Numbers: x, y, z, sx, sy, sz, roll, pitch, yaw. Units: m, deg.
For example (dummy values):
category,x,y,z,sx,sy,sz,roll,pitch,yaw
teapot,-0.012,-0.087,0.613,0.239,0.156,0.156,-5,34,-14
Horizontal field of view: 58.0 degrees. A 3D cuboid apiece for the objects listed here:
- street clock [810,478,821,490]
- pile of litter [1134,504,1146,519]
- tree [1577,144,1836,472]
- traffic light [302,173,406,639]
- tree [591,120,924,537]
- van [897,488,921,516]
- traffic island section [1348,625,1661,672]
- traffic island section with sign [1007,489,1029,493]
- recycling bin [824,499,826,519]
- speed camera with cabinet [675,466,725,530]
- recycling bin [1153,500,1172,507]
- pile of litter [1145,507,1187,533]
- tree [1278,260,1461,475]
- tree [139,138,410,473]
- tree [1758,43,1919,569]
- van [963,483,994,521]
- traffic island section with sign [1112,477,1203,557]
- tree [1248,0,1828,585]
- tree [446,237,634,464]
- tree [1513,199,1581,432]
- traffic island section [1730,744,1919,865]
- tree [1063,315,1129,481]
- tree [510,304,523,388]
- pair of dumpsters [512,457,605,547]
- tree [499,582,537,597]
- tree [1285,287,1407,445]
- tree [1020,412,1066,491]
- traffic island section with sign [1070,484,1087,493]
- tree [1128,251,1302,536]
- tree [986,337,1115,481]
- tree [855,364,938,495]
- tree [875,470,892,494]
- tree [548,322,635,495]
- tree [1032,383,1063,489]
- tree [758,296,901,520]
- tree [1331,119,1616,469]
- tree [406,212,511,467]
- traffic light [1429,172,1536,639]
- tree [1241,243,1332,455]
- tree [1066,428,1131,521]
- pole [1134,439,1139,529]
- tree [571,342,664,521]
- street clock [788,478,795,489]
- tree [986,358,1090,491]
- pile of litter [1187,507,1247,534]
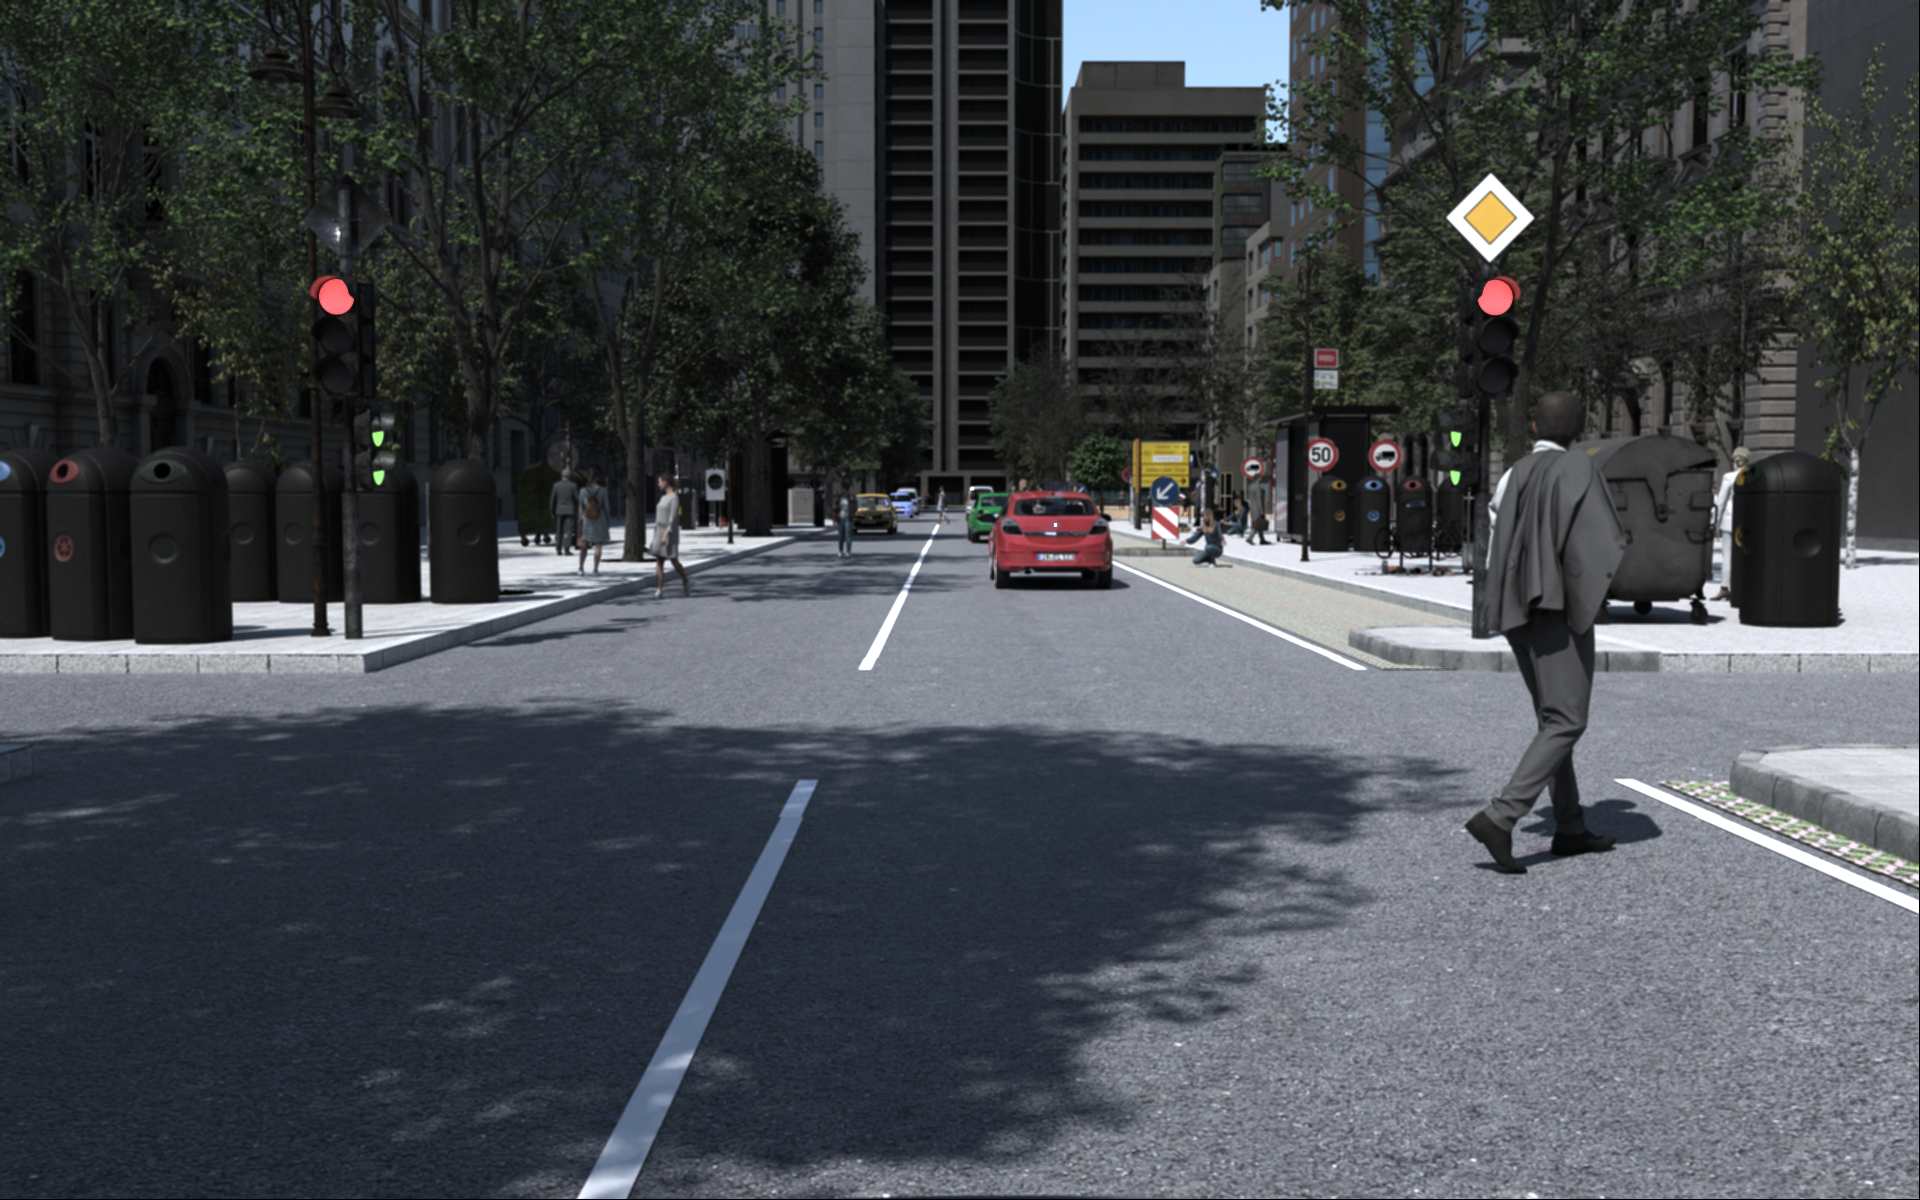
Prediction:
category,x,y,z,sx,sy,sz,roll,pitch,yaw
street clock,-6.706,-4.634,80.332,0.471,2.002,0.358,2,4,35
pile of litter,9.601,-4.657,90.101,1.176,0.858,1.719,-1,4,-22
tree,16.013,-5.247,36.158,4.360,8.622,3.978,0,3,0
traffic light,-5.353,-1.609,15.227,0.839,4.253,0.868,0,4,0
tree,-6.243,-8.268,52.197,9.611,12.733,9.660,0,3,0
van,-3.578,-6.684,116.290,2.013,2.044,4.112,0,4,0
traffic island section,4.648,0.421,15.395,2.009,0.180,2.903,0,4,0
traffic island section with sign,4.267,-6.662,117.547,1.989,1.847,2.006,0,4,0
recycling bin,-7.226,-4.615,88.017,0.722,1.027,0.722,1,4,20
speed camera with cabinet,-9.489,-4.160,62.356,2.038,3.252,0.660,0,4,-5
recycling bin,8.729,-3.801,74.705,0.722,1.027,0.722,0,3,0
pile of litter,7.270,-2.701,58.123,1.176,0.858,1.719,3,4,38
tree,16.359,-8.270,69.628,7.601,10.594,8.767,0,4,-4
tree,-14.885,-5.265,36.440,4.737,8.622,4.395,0,3,0
tree,15.455,-4.834,29.402,4.737,8.622,4.395,0,3,0
van,1.165,-5.311,93.845,2.013,2.044,4.112,0,4,1
traffic island section with sign,4.566,-1.937,40.291,1.989,1.847,2.006,0,4,0
tree,7.697,-6.011,24.030,9.928,11.665,9.643,0,3,0
tree,-15.155,-7.839,62.580,7.601,10.594,8.767,0,4,1
tree,15.285,-5.615,42.163,4.360,8.622,3.978,0,3,0
traffic island section,4.678,0.910,7.410,2.009,0.180,2.903,0,4,0
tree,7.310,-7.409,71.495,4.360,8.622,3.978,0,3,0
tree,-15.407,-6.236,52.316,4.737,8.622,4.395,0,3,0
pair of dumpsters,-10.216,-2.551,44.206,1.574,2.255,4.437,0,4,0
tree,-6.131,-5.879,21.874,9.928,11.665,9.643,0,3,0
tree,13.941,-6.864,62.585,4.737,8.622,4.395,0,3,0
tree,6.879,-12.220,150.151,4.737,8.622,4.395,0,3,0
traffic island section with sign,4.446,-3.589,67.305,1.989,1.847,2.006,0,4,0
tree,7.763,-6.304,53.438,4.360,8.622,3.978,0,3,0
tree,7.094,-13.800,136.005,12.009,13.543,11.850,0,3,0
tree,-7.240,-15.971,167.779,9.857,13.997,8.962,0,3,0
tree,-6.558,-11.711,141.838,4.360,8.622,3.978,0,3,0
tree,-15.137,-7.484,72.723,4.360,8.622,3.978,0,3,0
tree,6.619,-9.800,110.587,4.360,8.622,3.978,0,3,0
tree,-7.003,-10.327,86.968,7.486,12.596,7.792,0,3,0
tree,15.883,-8.240,52.852,7.486,12.596,7.792,0,3,0
tree,-14.332,-5.650,42.732,4.737,8.622,4.395,0,3,0
traffic light,4.608,-1.612,15.281,0.839,4.253,0.868,0,4,0
tree,16.389,-9.784,78.089,7.486,12.596,7.792,0,3,0
tree,6.933,-6.137,84.060,4.285,4.588,4.351,0,3,0
pole,6.530,-4.286,63.915,0.158,3.312,0.155,0,3,0
tree,-16.296,-8.047,81.928,4.737,8.622,4.395,0,3,0
street clock,-7.706,-4.513,78.350,0.471,2.002,0.358,-3,5,-42
tree,7.069,-15.613,161.928,9.857,13.997,8.962,0,3,0
pile of litter,8.425,-2.583,56.194,1.719,0.858,1.176,1,4,21
